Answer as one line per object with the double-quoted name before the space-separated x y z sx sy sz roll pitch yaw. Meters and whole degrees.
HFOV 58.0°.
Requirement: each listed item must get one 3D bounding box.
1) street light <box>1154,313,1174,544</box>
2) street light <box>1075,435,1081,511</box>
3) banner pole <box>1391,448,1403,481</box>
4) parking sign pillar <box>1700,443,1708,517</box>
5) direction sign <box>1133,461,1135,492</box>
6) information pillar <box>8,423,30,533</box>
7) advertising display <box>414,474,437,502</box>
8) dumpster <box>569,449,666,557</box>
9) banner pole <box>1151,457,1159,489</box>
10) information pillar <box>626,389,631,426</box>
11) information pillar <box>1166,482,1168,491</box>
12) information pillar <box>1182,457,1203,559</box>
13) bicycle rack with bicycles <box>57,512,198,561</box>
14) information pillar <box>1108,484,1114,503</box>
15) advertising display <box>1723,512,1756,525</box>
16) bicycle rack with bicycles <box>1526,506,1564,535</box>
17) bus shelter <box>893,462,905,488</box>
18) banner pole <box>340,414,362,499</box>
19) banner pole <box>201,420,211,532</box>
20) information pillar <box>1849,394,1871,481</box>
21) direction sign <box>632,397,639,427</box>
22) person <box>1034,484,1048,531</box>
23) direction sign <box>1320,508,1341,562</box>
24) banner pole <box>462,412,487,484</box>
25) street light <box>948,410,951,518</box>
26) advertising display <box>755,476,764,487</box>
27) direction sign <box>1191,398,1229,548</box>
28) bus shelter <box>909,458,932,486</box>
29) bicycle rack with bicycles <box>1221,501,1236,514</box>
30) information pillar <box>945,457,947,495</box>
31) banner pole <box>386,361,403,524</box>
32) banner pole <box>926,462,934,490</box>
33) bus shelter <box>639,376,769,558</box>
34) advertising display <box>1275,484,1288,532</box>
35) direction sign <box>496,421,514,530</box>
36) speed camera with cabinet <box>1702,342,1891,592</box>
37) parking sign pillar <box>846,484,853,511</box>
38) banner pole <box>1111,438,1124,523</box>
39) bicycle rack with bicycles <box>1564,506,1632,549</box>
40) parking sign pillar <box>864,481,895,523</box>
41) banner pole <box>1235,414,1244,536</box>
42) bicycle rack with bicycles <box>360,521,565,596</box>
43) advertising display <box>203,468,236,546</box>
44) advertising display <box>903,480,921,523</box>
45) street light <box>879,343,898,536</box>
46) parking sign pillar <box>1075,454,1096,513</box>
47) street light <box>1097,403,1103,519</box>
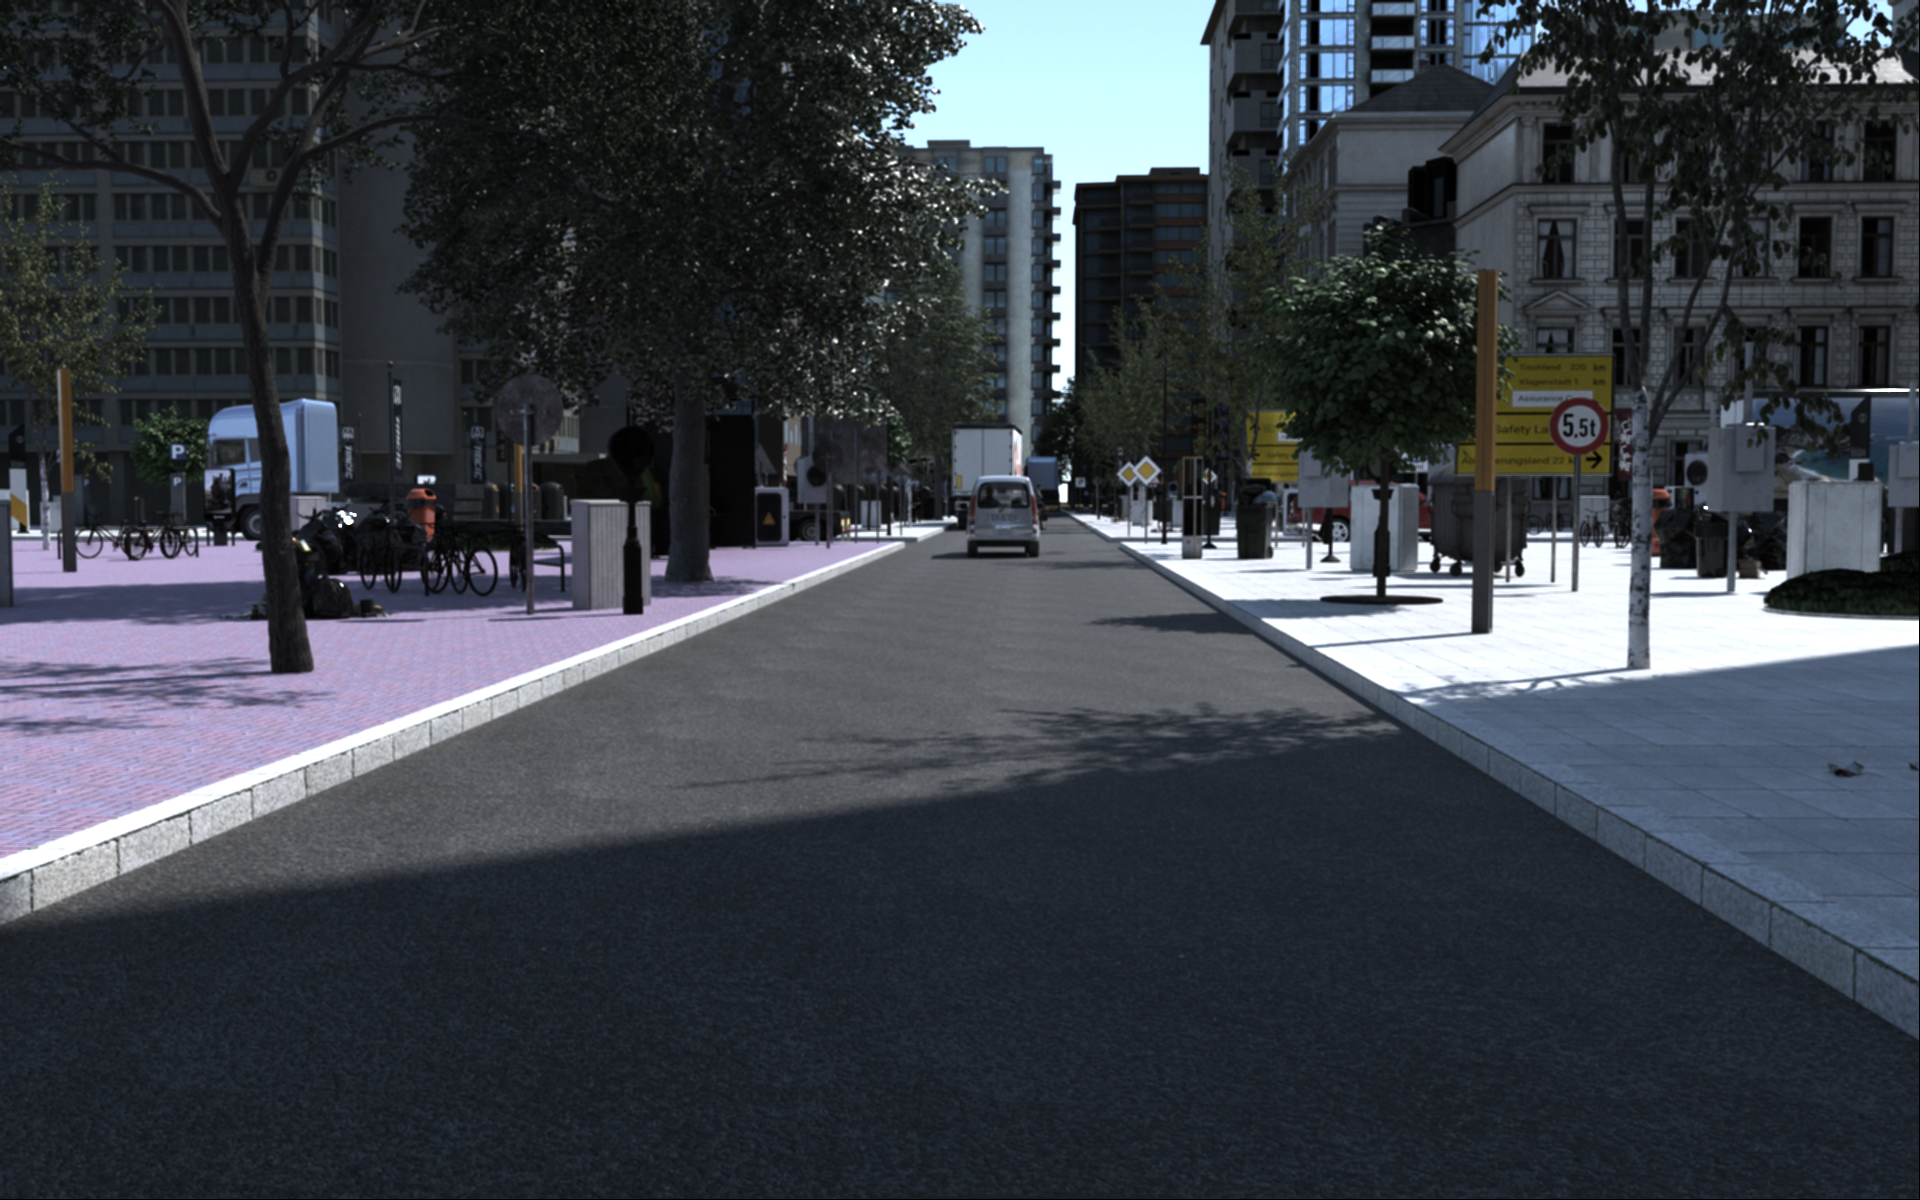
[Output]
"street light" 5.242 -4.372 44.263 0.468 5.910 1.993 0 4 2
"street light" 8.672 -9.432 126.997 0.468 5.910 1.993 0 4 2
"banner pole" 9.734 -2.993 38.959 0.401 3.779 0.863 -1 4 -21
"parking sign pillar" 27.483 -4.553 62.910 1.447 3.967 1.447 -2 4 -32
"direction sign" 10.749 -7.015 106.684 0.379 3.537 0.876 1 4 17
"information pillar" -30.839 -3.998 56.729 0.504 3.616 0.183 -3 5 -41
"advertising display" -17.270 -3.107 56.018 0.123 1.923 0.974 1 4 22
"dumpster" -6.637 -1.902 33.591 1.502 2.255 1.985 0 4 2
"banner pole" 12.692 -7.487 112.435 0.863 3.779 0.401 -2 4 -32
"information pillar" -7.364 -2.886 38.547 0.183 3.616 0.504 -1 4 -10
"information pillar" 12.423 -6.141 104.900 0.304 2.012 0.304 0 4 -7
"information pillar" 4.598 -1.821 34.257 0.304 2.012 0.304 3 4 37
"bicycle rack with bicycles" -16.459 -1.308 34.768 2.852 0.926 2.925 1 4 20
"information pillar" 10.929 -7.390 125.314 0.304 2.012 0.304 -2 4 -35
"advertising display" 17.234 -2.046 38.660 0.974 1.923 0.123 2 4 35
"bicycle rack with bicycles" 17.396 -2.578 55.527 2.852 0.926 2.925 -3 5 -43
"bus shelter" -4.263 -6.424 96.314 1.731 3.624 6.357 0 4 3
"banner pole" -18.968 -3.924 54.169 0.401 3.779 0.863 3 5 39
"banner pole" -25.488 -4.218 58.988 0.401 3.779 0.863 1 4 22
"information pillar" 21.216 -3.027 40.850 0.183 3.616 0.504 -1 4 -22
"direction sign" -6.772 -2.822 38.136 0.876 3.537 0.379 0 4 2
"person" 3.022 -3.640 67.986 0.822 1.834 0.622 0 4 5
"direction sign" 6.987 -2.481 32.564 0.876 3.537 0.379 -3 5 -45
"banner pole" -14.953 -3.864 53.193 0.863 3.779 0.401 0 4 -5
"street light" -0.585 -7.342 92.823 0.468 5.910 1.993 0 4 2
"advertising display" -7.385 -3.580 63.741 0.123 1.923 0.974 1 4 9
"direction sign" 5.907 -2.997 40.992 0.876 3.537 0.379 0 4 7
"bus shelter" -2.911 -7.554 114.784 1.731 3.624 6.357 0 4 3
"bicycle rack with bicycles" 17.900 -5.789 108.031 2.852 0.926 2.925 -1 4 -19
"information pillar" -0.900 -7.236 109.662 0.183 3.616 0.504 0 4 3
"banner pole" -10.745 -2.628 32.982 0.401 3.779 0.863 0 4 2
"banner pole" -2.154 -8.095 122.367 0.863 3.779 0.401 3 5 39
"bus shelter" -5.442 -2.838 37.676 1.731 3.624 6.357 0 4 2
"advertising display" 10.961 -3.297 59.115 0.123 1.923 0.974 -1 4 -8
"direction sign" -10.959 -3.066 42.126 0.876 3.537 0.379 2 4 34
"speed camera with cabinet" 10.963 -1.739 22.766 2.038 3.252 0.660 0 4 3
"parking sign pillar" -6.935 -7.595 112.656 1.447 3.967 1.447 -2 4 -27
"banner pole" 6.983 -5.286 76.437 0.401 3.779 0.863 3 4 38
"bicycle rack with bicycles" 16.272 -1.710 41.335 2.852 0.926 2.925 0 4 8
"parking sign pillar" -3.591 -5.346 75.873 1.447 3.967 1.447 1 4 14
"banner pole" 8.529 -3.814 52.369 0.401 3.779 0.863 1 4 9
"bicycle rack with bicycles" -6.453 -0.575 22.787 2.852 0.926 2.925 -2 4 -30
"advertising display" -18.392 -2.313 43.030 0.974 1.923 0.123 2 4 24
"advertising display" -2.126 -4.380 76.830 0.974 1.923 0.123 -3 5 -41
"street light" -2.191 -4.925 53.311 0.468 5.910 1.993 0 4 2
"parking sign pillar" 8.419 -7.761 115.368 1.447 3.967 1.447 0 4 4
"street light" 7.041 -7.032 87.759 0.468 5.910 1.993 0 4 2
